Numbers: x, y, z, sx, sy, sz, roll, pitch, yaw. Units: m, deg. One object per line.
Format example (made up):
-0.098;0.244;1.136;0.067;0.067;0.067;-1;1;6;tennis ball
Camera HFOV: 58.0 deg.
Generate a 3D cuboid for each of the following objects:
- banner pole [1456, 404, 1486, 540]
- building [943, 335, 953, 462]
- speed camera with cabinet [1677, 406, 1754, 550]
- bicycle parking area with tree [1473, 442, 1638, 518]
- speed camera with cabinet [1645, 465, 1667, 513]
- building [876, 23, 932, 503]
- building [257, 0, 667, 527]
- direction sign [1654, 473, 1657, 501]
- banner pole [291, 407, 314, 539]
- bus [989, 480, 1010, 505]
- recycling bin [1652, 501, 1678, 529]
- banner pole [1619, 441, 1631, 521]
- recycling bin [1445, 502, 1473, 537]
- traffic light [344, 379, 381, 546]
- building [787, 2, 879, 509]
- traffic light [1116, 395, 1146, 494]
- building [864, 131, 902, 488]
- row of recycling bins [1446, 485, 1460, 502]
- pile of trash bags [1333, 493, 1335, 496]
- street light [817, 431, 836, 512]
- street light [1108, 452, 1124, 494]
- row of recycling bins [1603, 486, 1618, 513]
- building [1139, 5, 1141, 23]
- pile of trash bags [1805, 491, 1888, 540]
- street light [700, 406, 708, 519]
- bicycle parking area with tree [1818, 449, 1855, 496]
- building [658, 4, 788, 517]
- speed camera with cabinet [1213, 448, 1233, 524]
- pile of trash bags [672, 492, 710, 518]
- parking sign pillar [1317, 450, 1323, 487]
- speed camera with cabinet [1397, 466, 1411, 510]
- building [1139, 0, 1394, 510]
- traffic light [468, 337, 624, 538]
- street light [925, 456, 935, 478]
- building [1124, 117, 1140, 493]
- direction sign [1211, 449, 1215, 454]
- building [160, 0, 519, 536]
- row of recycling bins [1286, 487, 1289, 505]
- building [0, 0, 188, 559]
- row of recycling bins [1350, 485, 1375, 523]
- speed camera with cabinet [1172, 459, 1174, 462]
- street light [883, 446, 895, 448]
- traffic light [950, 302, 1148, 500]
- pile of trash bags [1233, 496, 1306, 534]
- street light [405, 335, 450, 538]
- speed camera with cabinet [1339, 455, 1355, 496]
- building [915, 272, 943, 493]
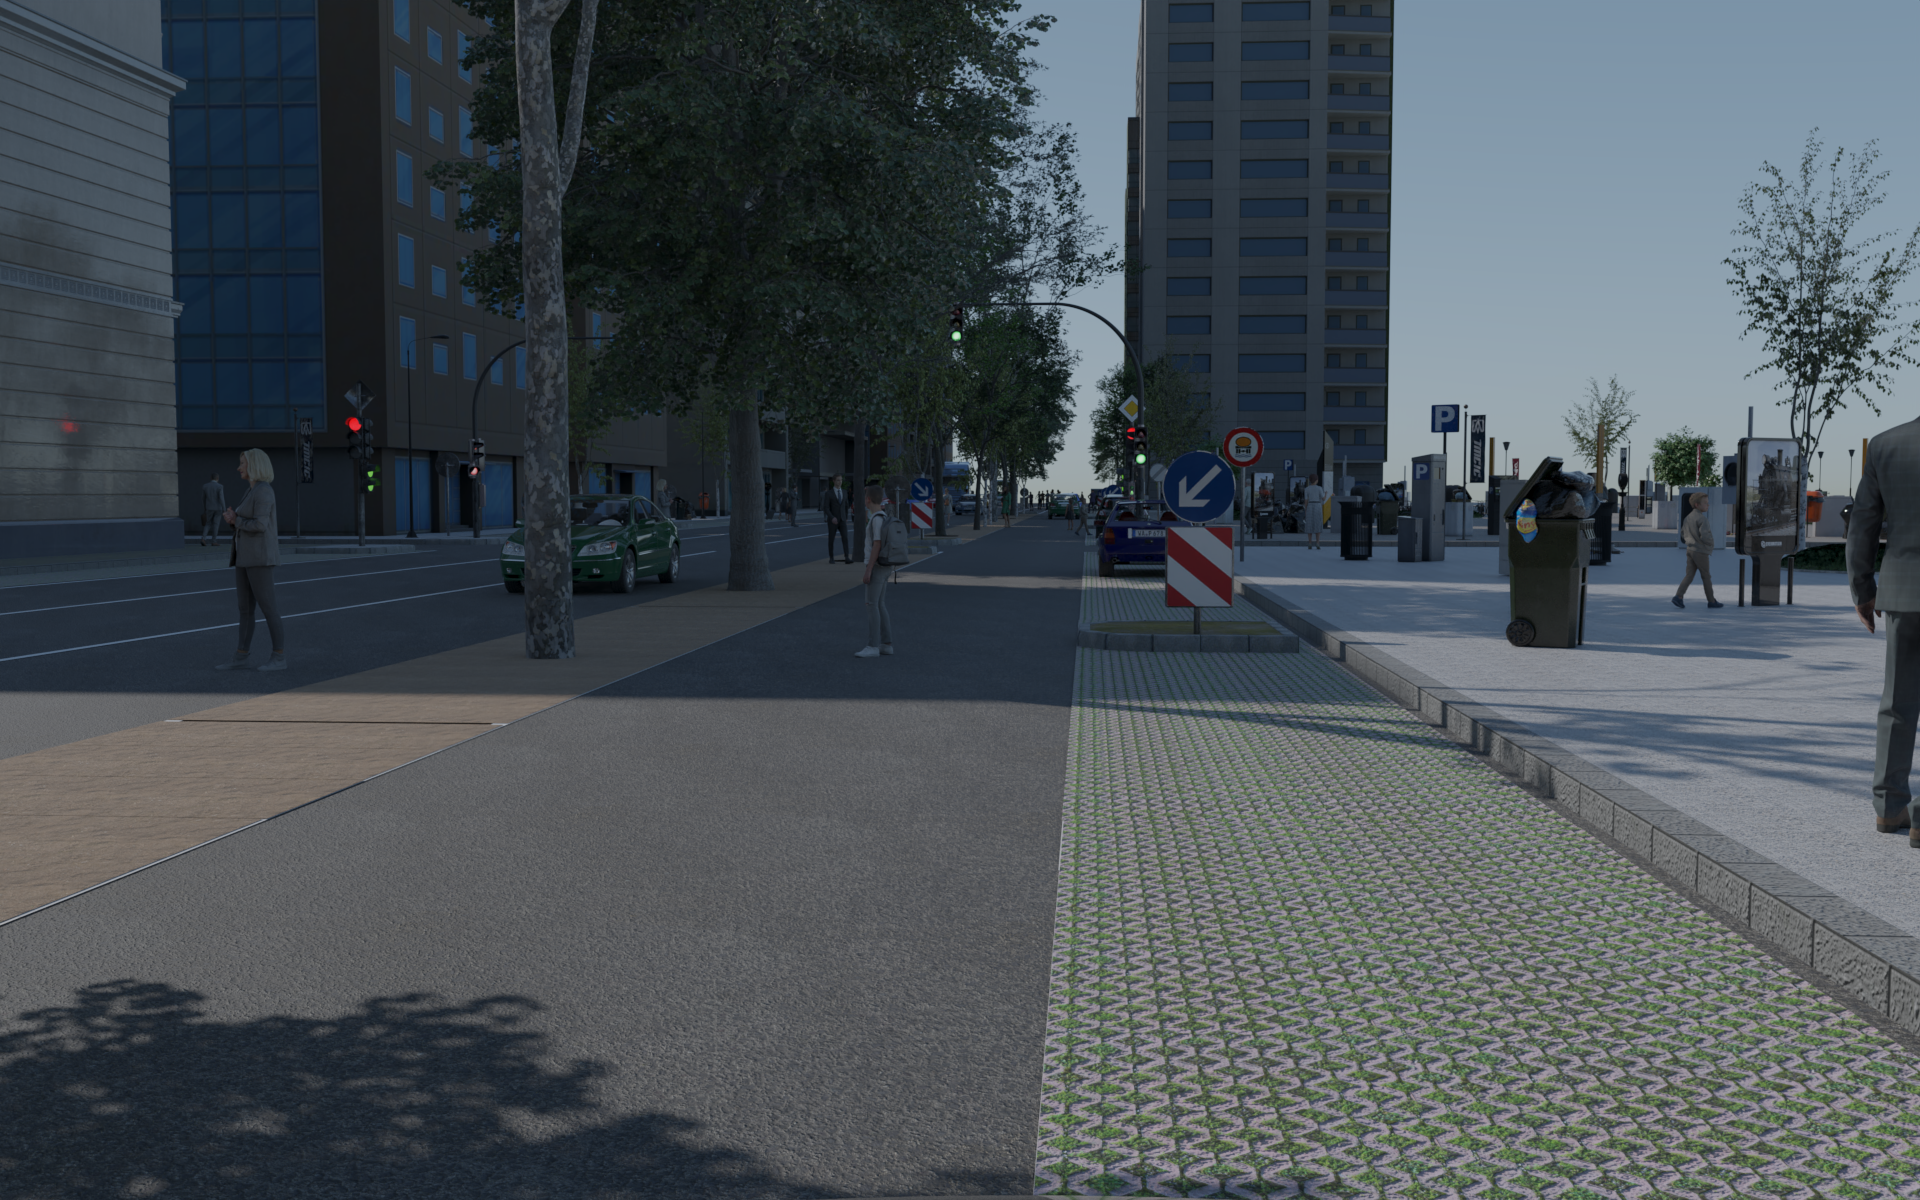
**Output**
14.261;-3.560;48.226;0.401;3.779;0.863;-3;5;-42;banner pole
-8.527;-37.684;266.246;14.600;45.320;14.200;0;4;4;building
17.405;-2.773;39.671;0.660;3.252;2.038;-1;4;-19;speed camera with cabinet
32.503;-6.607;95.028;8.231;4.147;9.016;1;4;12;bicycle parking area with tree
47.592;-7.604;118.663;2.038;3.252;0.660;-1;4;-19;speed camera with cabinet
-14.197;-47.810;219.949;20.563;71.187;20.611;0;4;4;building
-22.503;-26.381;81.434;14.600;45.320;14.200;0;4;4;building
44.325;-7.232;110.238;0.379;3.537;0.876;0;4;5;direction sign
-18.935;-3.664;49.915;0.863;3.779;0.401;1;4;23;banner pole
5.272;-13.649;218.020;2.948;3.499;13.247;0;4;4;bus
25.687;-3.091;63.099;0.722;1.027;0.722;0;4;7;recycling bin
31.413;-5.612;81.778;0.863;3.779;0.401;-2;4;-29;banner pole
15.131;-2.461;52.784;0.722;1.027;0.722;-2;4;-31;recycling bin
-14.667;-3.272;42.412;0.839;4.253;0.868;0;4;4;traffic light
-22.801;-35.380;167.703;28.713;52.752;27.495;0;4;4;building
4.838;-3.674;48.983;0.839;4.253;0.868;0;4;4;traffic light
-13.961;-32.907;188.137;14.600;45.320;14.200;0;4;4;building
22.279;-4.375;78.647;1.069;1.692;3.534;1;4;8;row of recycling bins
24.559;-6.751;120.138;1.912;1.369;3.447;-3;5;-42;pile of trash bags
-9.786;-9.445;126.960;1.470;5.913;1.316;0;4;4;street light
14.711;-11.577;161.824;1.470;5.913;1.316;0;4;4;street light
43.531;-6.801;118.313;1.069;1.692;3.534;-2;4;-24;row of recycling bins
33.775;-49.613;249.424;20.563;71.187;20.611;0;4;4;building
25.957;-2.462;50.007;1.912;1.369;3.447;-2;4;-34;pile of trash bags
-12.682;-7.121;88.964;1.470;5.913;1.316;0;4;4;street light
57.271;-7.749;113.706;9.016;4.147;8.231;1;4;20;bicycle parking area with tree
-23.271;-29.665;108.732;21.300;48.544;21.600;0;4;4;building
11.144;-4.909;74.593;0.660;3.252;2.038;2;4;30;speed camera with cabinet
-14.938;-5.116;93.391;1.912;1.369;3.447;3;5;43;pile of trash bags
21.001;-6.828;100.104;1.447;3.967;1.447;0;4;-5;parking sign pillar
31.082;-7.762;121.249;0.660;3.252;2.038;2;4;25;speed camera with cabinet
25.927;-37.073;148.138;21.231;58.520;28.212;0;4;4;building
-11.979;-4.623;50.255;4.771;5.953;1.251;0;4;4;traffic light
-3.633;-14.587;211.041;1.470;5.913;1.316;0;4;4;street light
25.234;-31.004;190.515;14.154;41.232;14.086;0;4;4;building
12.834;-5.873;88.023;0.379;3.537;0.876;1;4;20;direction sign
-23.567;-24.975;58.447;14.600;45.320;14.200;0;4;4;building
15.329;-4.385;78.814;1.069;1.692;3.534;1;4;13;row of recycling bins
-28.506;-15.214;34.646;20.117;28.700;13.634;0;4;4;building
18.032;-4.327;77.866;1.069;1.692;3.534;1;4;9;row of recycling bins
12.520;-6.283;97.058;0.660;3.252;2.038;-2;4;-35;speed camera with cabinet
-6.945;-11.848;166.251;1.470;5.913;1.316;0;4;4;street light
2.150;-4.059;41.034;4.771;5.953;1.251;0;4;4;traffic light
10.468;-2.930;57.662;1.912;1.369;3.447;0;4;-2;pile of trash bags
-15.557;-4.776;50.629;1.470;5.913;1.316;0;4;4;street light
19.719;-5.709;87.676;0.660;3.252;2.038;1;4;9;speed camera with cabinet
-9.848;-33.903;237.903;14.154;41.232;14.086;0;4;4;building
